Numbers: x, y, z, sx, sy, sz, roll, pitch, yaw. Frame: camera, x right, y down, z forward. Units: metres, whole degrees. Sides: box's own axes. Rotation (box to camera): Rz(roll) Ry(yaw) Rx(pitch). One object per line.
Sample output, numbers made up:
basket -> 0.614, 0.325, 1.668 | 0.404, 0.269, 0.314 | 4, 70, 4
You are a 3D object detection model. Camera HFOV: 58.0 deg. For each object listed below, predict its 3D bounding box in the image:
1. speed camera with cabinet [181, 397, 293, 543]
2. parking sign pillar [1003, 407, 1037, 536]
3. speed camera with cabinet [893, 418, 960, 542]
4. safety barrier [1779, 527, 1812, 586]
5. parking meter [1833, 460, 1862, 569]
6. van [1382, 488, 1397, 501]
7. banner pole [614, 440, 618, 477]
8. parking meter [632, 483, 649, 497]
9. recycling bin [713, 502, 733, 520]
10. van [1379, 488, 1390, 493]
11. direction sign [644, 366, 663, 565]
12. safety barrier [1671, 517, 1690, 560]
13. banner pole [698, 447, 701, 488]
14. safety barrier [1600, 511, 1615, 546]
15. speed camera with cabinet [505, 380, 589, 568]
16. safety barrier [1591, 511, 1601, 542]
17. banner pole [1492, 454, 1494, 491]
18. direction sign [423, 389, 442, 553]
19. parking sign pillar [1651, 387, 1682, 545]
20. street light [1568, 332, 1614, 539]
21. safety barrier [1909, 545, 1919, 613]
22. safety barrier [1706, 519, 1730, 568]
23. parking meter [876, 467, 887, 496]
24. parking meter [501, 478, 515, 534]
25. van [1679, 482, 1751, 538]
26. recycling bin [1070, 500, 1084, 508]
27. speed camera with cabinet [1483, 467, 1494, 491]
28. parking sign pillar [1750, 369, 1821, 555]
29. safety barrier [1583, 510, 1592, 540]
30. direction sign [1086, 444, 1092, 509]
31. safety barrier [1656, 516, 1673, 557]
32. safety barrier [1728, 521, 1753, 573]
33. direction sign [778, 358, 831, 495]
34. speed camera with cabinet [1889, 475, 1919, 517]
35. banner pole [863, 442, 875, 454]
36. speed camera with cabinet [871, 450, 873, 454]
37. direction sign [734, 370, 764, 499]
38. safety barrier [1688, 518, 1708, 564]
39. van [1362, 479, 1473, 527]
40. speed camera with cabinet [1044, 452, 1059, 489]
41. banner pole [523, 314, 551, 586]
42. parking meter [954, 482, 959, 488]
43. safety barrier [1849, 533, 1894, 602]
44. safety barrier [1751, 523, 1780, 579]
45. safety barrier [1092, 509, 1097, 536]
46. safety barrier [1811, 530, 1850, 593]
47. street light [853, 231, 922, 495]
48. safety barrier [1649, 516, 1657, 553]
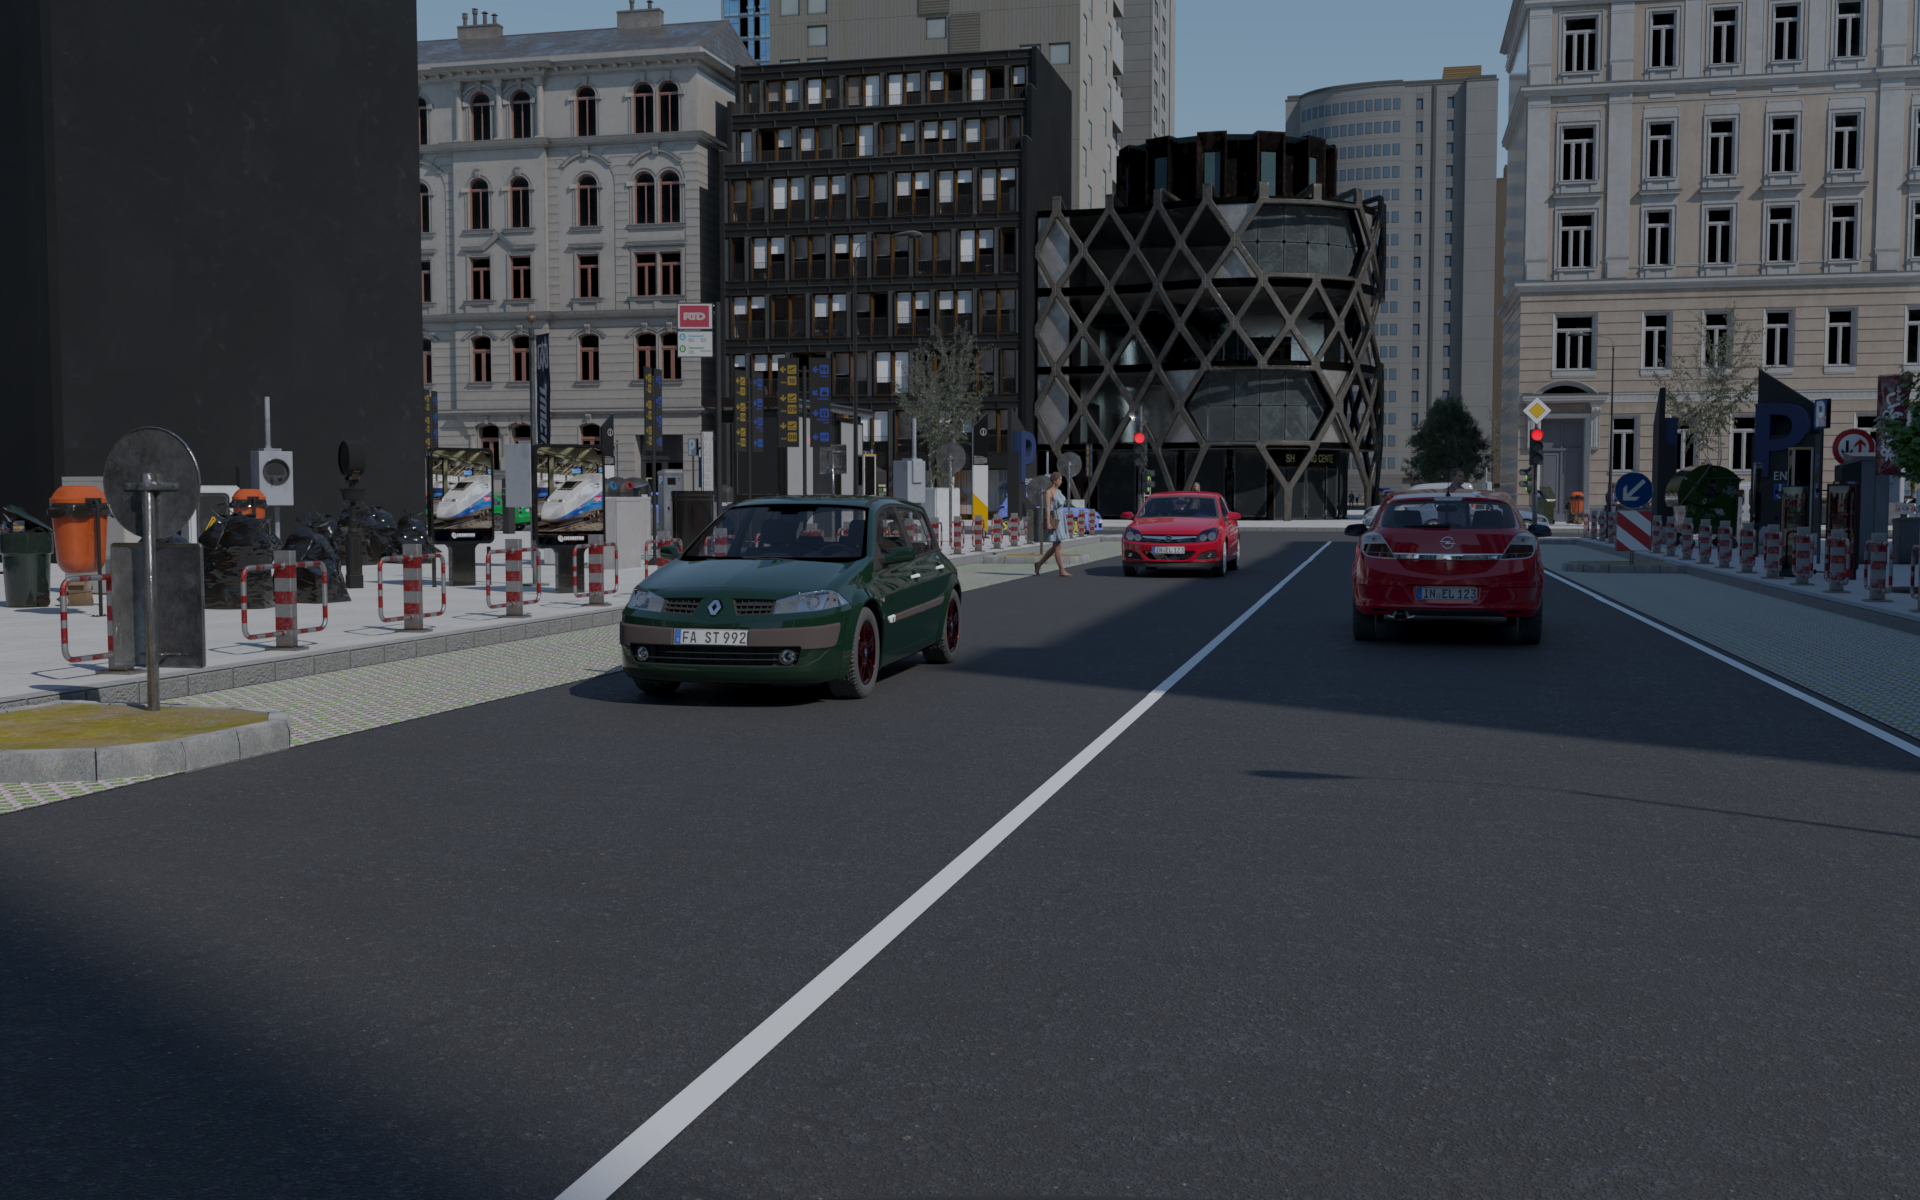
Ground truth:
speed camera with cabinet -> -14.505, -2.472, 34.749 | 2.038, 3.252, 0.660 | -3, 5, -40
parking sign pillar -> 1.936, -4.004, 53.934 | 1.447, 3.967, 1.447 | 2, 4, 27
speed camera with cabinet -> -0.878, -3.157, 45.957 | 0.660, 3.252, 2.038 | 3, 5, 42
safety barrier -> 11.852, -0.617, 24.357 | 0.300, 0.817, 1.120 | 1, 4, 14
parking meter -> 15.127, -1.459, 29.568 | 0.399, 1.863, 0.255 | 0, 4, 0
van -> 41.074, -9.681, 165.288 | 2.013, 2.044, 4.112 | 1, 4, 15
banner pole -> -15.849, -5.469, 79.432 | 0.401, 3.779, 0.863 | 2, 4, 26
parking meter -> -7.435, -1.955, 40.376 | 0.372, 1.533, 0.369 | 0, 3, 0
recycling bin -> -7.117, -2.426, 52.224 | 0.722, 1.027, 0.722 | -1, 4, -8
van -> 42.577, -10.428, 174.885 | 2.240, 2.365, 5.245 | 1, 4, 14
direction sign -> -5.515, -2.398, 31.196 | 0.379, 3.537, 0.876 | 1, 4, 10
safety barrier -> 14.145, -1.187, 33.679 | 0.300, 0.817, 1.120 | 1, 4, 14
banner pole -> -11.852, -5.569, 81.068 | 0.863, 3.779, 0.401 | -2, 4, -24
safety barrier -> 16.892, -1.873, 44.895 | 0.300, 0.817, 1.120 | 1, 4, 14
speed camera with cabinet -> -7.244, -2.232, 30.833 | 0.660, 3.252, 2.038 | 1, 4, 23
safety barrier -> 17.349, -1.987, 46.756 | 0.300, 0.817, 1.120 | 1, 4, 14
banner pole -> 33.048, -7.178, 107.385 | 0.401, 3.779, 0.863 | 1, 4, 10
direction sign -> -11.537, -2.803, 37.828 | 0.379, 3.537, 0.876 | 0, 4, 1
parking sign pillar -> 18.055, -3.423, 44.446 | 1.447, 3.967, 1.447 | 1, 4, 16
street light -> 18.142, -4.723, 49.764 | 1.470, 5.913, 1.316 | 1, 4, 14
safety barrier -> 10.486, -0.275, 18.771 | 0.300, 0.817, 1.120 | 1, 4, 14
safety barrier -> 13.223, -0.958, 29.944 | 0.300, 0.817, 1.120 | 1, 4, 14
parking meter -> -1.763, -1.915, 37.021 | 0.255, 1.863, 0.399 | -3, 4, -38
parking meter -> -14.519, -3.056, 55.681 | 0.255, 1.863, 0.399 | 2, 4, 24
van -> 24.829, -2.973, 55.613 | 4.112, 2.044, 2.013 | 1, 4, 12
recycling bin -> 5.010, -3.913, 76.539 | 0.722, 1.027, 0.722 | -3, 4, -36
speed camera with cabinet -> 39.285, -8.149, 127.565 | 0.660, 3.252, 2.038 | -1, 4, -15
parking sign pillar -> 17.615, -2.964, 36.928 | 1.447, 3.967, 1.447 | 3, 5, 45
safety barrier -> 17.803, -2.101, 48.624 | 0.300, 0.817, 1.120 | 1, 4, 14
direction sign -> 5.838, -5.284, 78.389 | 0.379, 3.537, 0.876 | 1, 4, 22
safety barrier -> 14.602, -1.302, 35.563 | 0.300, 0.817, 1.120 | 1, 4, 14
safety barrier -> 12.768, -0.844, 28.080 | 0.300, 0.817, 1.120 | 1, 4, 14
direction sign -> -2.589, -2.255, 28.870 | 0.876, 3.537, 0.379 | 0, 4, 1
speed camera with cabinet -> 25.555, -3.174, 46.238 | 2.038, 3.252, 0.660 | 3, 5, 40
banner pole -> -4.409, -5.754, 84.089 | 0.863, 3.779, 0.401 | 1, 4, 17
speed camera with cabinet -> -4.230, -5.094, 77.624 | 0.660, 3.252, 2.038 | -1, 4, -11
direction sign -> -3.893, -2.447, 32.009 | 0.379, 3.537, 0.876 | 2, 4, 29
safety barrier -> 13.684, -1.072, 31.805 | 0.300, 0.817, 1.120 | 1, 4, 14
van -> 16.953, -3.485, 63.986 | 4.112, 2.044, 2.013 | 1, 4, 14
speed camera with cabinet -> 4.314, -5.272, 80.533 | 0.660, 3.252, 2.038 | 0, 4, -3
banner pole -> -5.821, -2.078, 23.984 | 0.401, 3.779, 0.863 | -2, 4, -35
parking meter -> -0.243, -4.839, 84.836 | 0.255, 1.863, 0.399 | -2, 4, -34
safety barrier -> 10.939, -0.389, 20.634 | 0.300, 0.817, 1.120 | 1, 4, 14
safety barrier -> 12.307, -0.731, 26.220 | 0.300, 0.817, 1.120 | 1, 4, 14
safety barrier -> 4.069, -2.391, 53.375 | 0.300, 0.817, 1.120 | 1, 4, 14
safety barrier -> 11.394, -0.503, 22.496 | 0.300, 0.817, 1.120 | 1, 4, 14
street light -> -1.346, -3.566, 30.843 | 1.470, 5.913, 1.316 | 1, 4, 14
safety barrier -> 15.063, -1.416, 37.426 | 0.300, 0.817, 1.120 | 1, 4, 14
